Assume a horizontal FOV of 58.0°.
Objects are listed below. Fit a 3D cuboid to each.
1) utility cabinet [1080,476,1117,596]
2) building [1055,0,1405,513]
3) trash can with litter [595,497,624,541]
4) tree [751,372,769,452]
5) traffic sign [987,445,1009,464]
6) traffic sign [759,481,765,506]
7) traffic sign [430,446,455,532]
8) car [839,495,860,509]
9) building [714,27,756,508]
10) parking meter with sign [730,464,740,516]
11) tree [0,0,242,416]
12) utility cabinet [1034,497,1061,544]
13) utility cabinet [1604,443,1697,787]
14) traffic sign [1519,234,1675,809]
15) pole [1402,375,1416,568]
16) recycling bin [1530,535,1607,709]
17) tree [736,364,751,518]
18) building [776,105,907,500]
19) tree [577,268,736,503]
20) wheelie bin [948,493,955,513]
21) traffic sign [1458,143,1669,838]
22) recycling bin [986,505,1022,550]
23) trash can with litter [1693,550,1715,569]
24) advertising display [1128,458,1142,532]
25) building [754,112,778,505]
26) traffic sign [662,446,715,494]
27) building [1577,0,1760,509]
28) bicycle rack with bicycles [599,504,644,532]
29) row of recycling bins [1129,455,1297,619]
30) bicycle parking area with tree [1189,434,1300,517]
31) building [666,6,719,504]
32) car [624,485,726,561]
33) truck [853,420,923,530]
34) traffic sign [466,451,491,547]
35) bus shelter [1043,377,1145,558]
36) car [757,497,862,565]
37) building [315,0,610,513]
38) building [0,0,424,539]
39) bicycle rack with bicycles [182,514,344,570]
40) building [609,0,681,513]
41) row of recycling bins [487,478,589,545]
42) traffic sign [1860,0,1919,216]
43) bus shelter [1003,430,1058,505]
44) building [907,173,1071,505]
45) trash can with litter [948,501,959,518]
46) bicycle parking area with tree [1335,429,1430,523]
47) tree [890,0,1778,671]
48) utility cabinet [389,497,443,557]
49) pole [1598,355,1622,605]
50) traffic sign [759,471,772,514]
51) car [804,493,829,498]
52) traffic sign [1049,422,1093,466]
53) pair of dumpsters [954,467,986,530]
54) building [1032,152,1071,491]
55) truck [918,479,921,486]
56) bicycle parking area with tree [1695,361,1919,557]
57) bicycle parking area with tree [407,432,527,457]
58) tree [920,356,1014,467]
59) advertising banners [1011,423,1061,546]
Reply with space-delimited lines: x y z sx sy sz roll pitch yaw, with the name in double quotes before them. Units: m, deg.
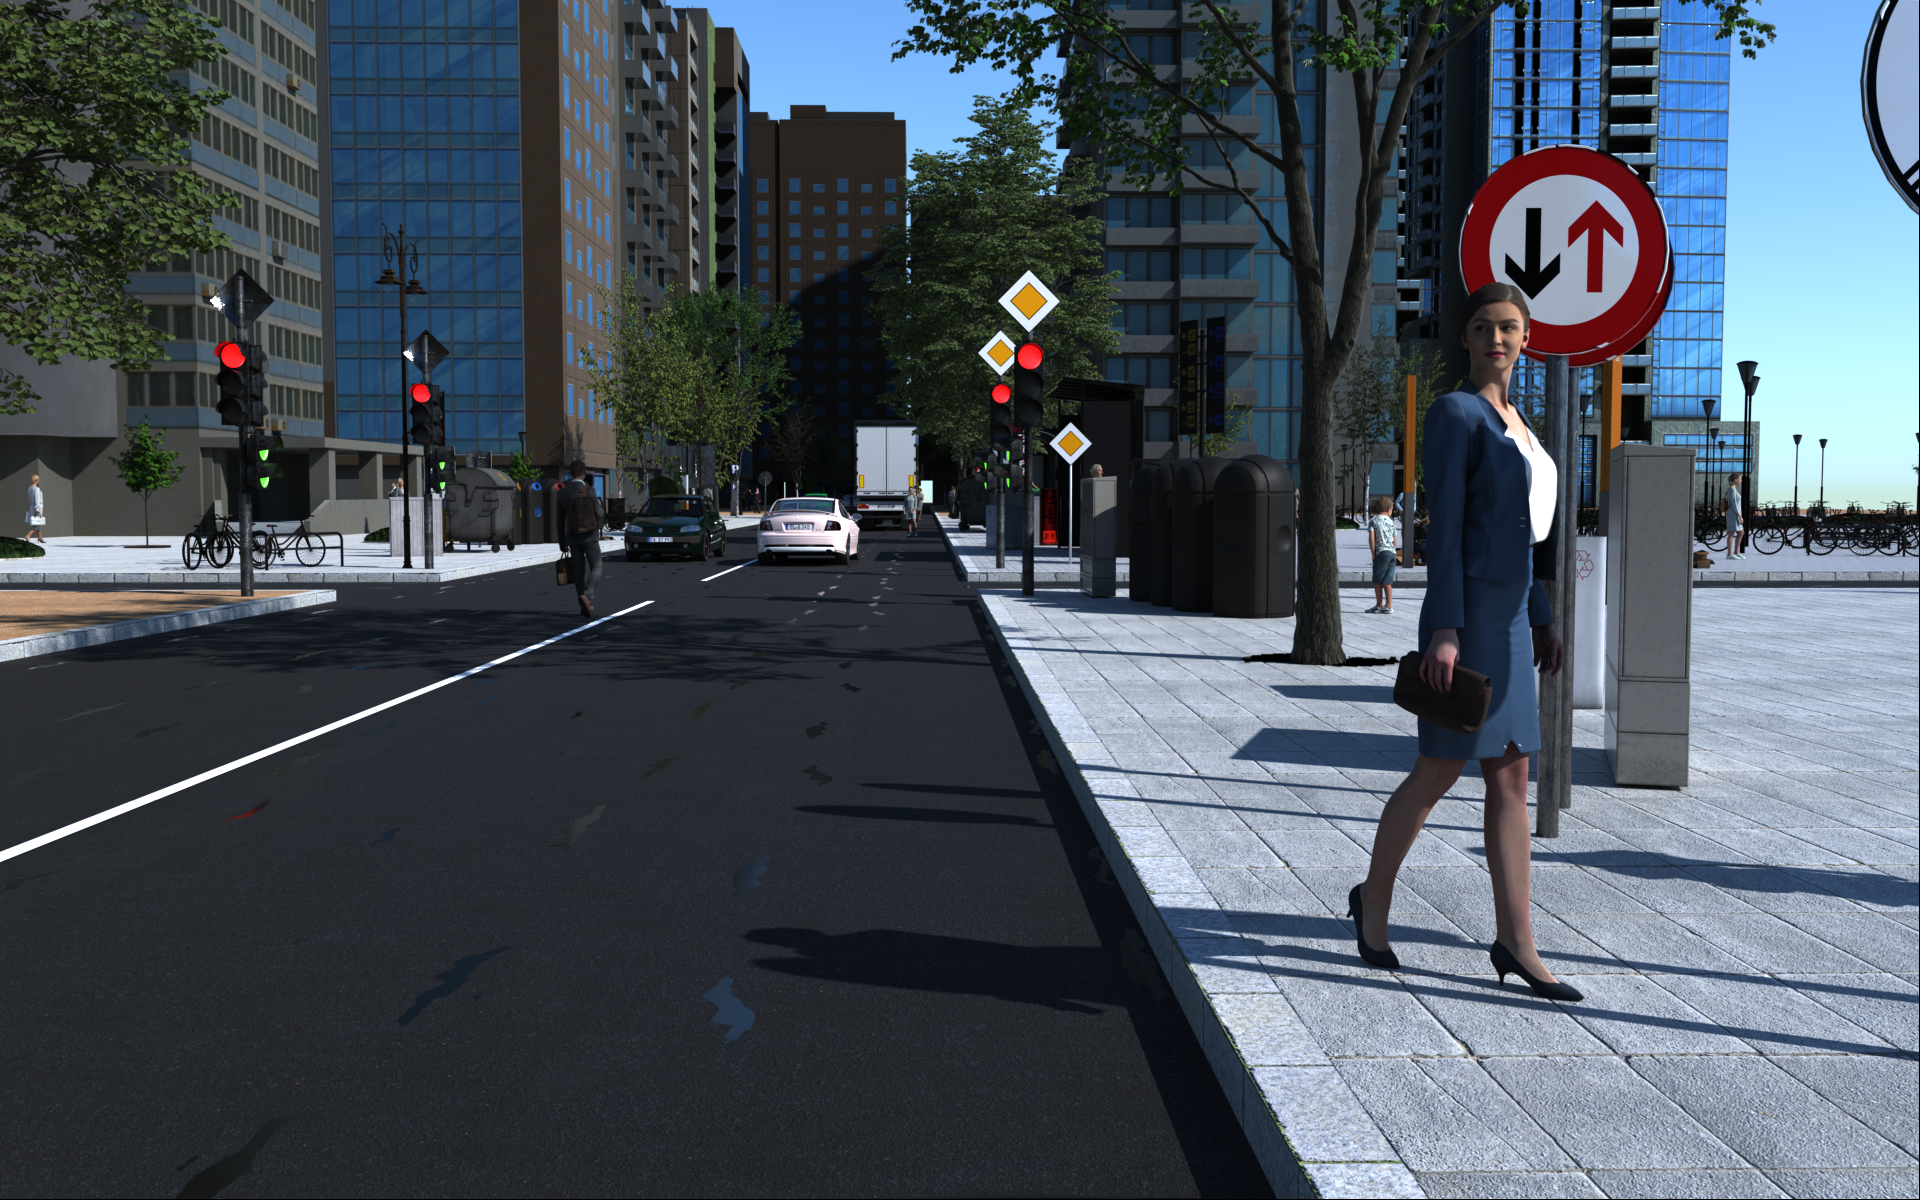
"utility cabinet" 1.729 -0.808 21.896 0.318 1.500 1.173 0 4 -4
"building" 18.696 -31.001 126.478 23.786 49.044 30.456 0 4 -1
"trash can with litter" -10.189 -2.261 48.024 1.678 1.210 2.233 0 4 0
"tree" -12.202 -8.749 93.404 4.737 8.622 4.395 0 3 0
"traffic sign" 1.000 -2.591 42.471 0.768 2.556 0.104 0 4 3
"traffic sign" -11.439 -6.210 101.637 0.768 2.556 0.104 0 4 -1
"traffic sign" -11.061 -2.128 36.915 0.606 2.300 0.079 0 4 0
"car" -9.075 -8.104 144.867 2.083 1.381 4.827 0 4 -3
"building" -27.663 -31.467 164.602 14.200 45.320 14.600 0 4 -1
"parking meter with sign" -13.150 -6.411 101.073 0.543 3.016 1.738 0 4 -4
"tree" -10.561 -5.937 15.190 7.486 12.596 7.792 0 3 0
"utility cabinet" 2.373 -2.062 44.878 1.020 1.237 0.306 0 4 1
"utility cabinet" 3.190 0.041 8.017 0.318 1.500 1.173 1 4 18
"traffic sign" 2.462 -0.423 7.021 0.768 2.556 0.104 0 4 7
"pole" 7.749 -2.205 29.892 0.158 3.312 0.155 0 3 0
"recycling bin" 3.487 0.117 10.645 0.722 1.027 0.722 0 3 0
"tree" -11.599 -7.640 75.277 4.737 8.622 4.395 0 3 0
"building" -13.351 -33.807 202.846 14.200 45.320 14.600 0 4 -1
"tree" -10.215 -6.467 56.094 4.737 8.622 4.395 0 3 0
"wheelie bin" -0.341 -5.941 105.045 0.693 1.594 0.980 3 5 45
"traffic sign" 2.202 -0.386 6.414 0.768 2.556 0.104 0 4 0
"recycling bin" 1.081 -1.682 40.057 0.722 1.027 0.722 -2 4 -34
"trash can with litter" 12.477 -1.135 29.945 1.055 1.170 0.624 -1 4 -21
"advertising display" 3.192 -1.615 31.626 0.123 1.923 0.974 0 4 -1
"building" -27.748 -33.806 202.844 14.200 45.320 14.600 0 4 -1
"traffic sign" -11.415 -4.825 72.756 2.265 3.308 0.079 0 4 5
"building" 56.564 -51.886 161.004 31.000 86.520 22.319 0 4 -1
"bicycle rack with bicycles" -11.439 -2.804 59.222 2.925 0.926 2.852 0 4 6
"row of recycling bins" 2.750 -0.756 19.474 1.069 1.692 3.534 -1 4 -13
"bicycle parking area with tree" 7.836 -5.138 71.015 8.231 4.147 9.016 -2 4 -34
"building" -27.702 -27.998 141.369 14.154 41.232 14.086 0 4 -1
"car" -6.238 -1.737 38.191 2.009 1.686 4.222 0 4 1
"truck" -2.935 -5.050 71.483 2.839 4.237 11.283 0 4 -1
"traffic sign" -11.529 -2.409 41.523 0.606 2.300 0.079 0 4 2
"bus shelter" 2.864 -2.844 37.780 1.731 3.624 6.357 0 4 -1
"car" -3.146 -1.471 36.409 2.083 1.381 4.827 0 4 1
"building" -26.329 -26.915 90.166 14.600 45.320 14.200 0 4 -1
"building" -35.490 -22.310 56.657 32.217 40.220 23.993 0 4 -1
"bicycle rack with bicycles" -12.296 -1.025 30.136 2.852 0.926 2.925 2 4 24
"building" -31.573 -30.533 118.817 23.786 49.044 30.456 0 4 -1
"row of recycling bins" -10.909 -2.308 44.841 1.069 1.692 3.534 2 4 27
"traffic sign" 2.323 -0.226 3.797 0.768 2.556 0.104 0 4 3
"bus shelter" 2.325 -3.896 57.628 2.014 3.302 5.546 0 4 -1
"building" 5.551 -31.846 212.567 23.993 40.220 32.217 0 4 -1
"trash can with litter" -0.230 -4.961 92.503 1.055 1.170 0.624 3 5 43
"bicycle parking area with tree" 18.361 -5.627 79.010 9.016 4.147 8.231 2 4 32
"tree" 2.848 -5.332 12.932 9.928 11.665 9.643 0 3 0
"utility cabinet" -11.165 -1.491 35.547 1.020 1.237 0.306 -1 4 -22
"pole" 7.512 -1.600 20.007 0.158 3.312 0.155 0 3 0
"traffic sign" -10.871 -5.912 96.775 0.768 2.556 0.104 0 4 5
"car" -8.373 -5.624 100.745 1.959 1.807 4.718 0 4 0
"traffic sign" 2.031 -1.945 31.533 0.795 2.593 0.064 0 4 6
"pair of dumpsters" 0.609 -3.716 63.246 1.574 2.255 4.437 0 4 -1
"building" 18.483 -51.593 156.220 22.319 86.520 31.000 0 4 -1
"truck" -4.491 -8.886 134.193 2.839 4.237 11.283 0 4 -1
"bicycle parking area with tree" 18.193 -3.222 39.679 9.016 4.147 8.231 3 4 39
"bicycle parking area with tree" -22.799 -5.669 79.684 8.231 4.147 9.016 1 4 10
"tree" 0.964 -10.207 101.296 7.601 10.594 8.767 -3 4 -37
"advertising banners" 2.248 -2.864 43.017 2.074 3.025 0.090 0 4 -6
